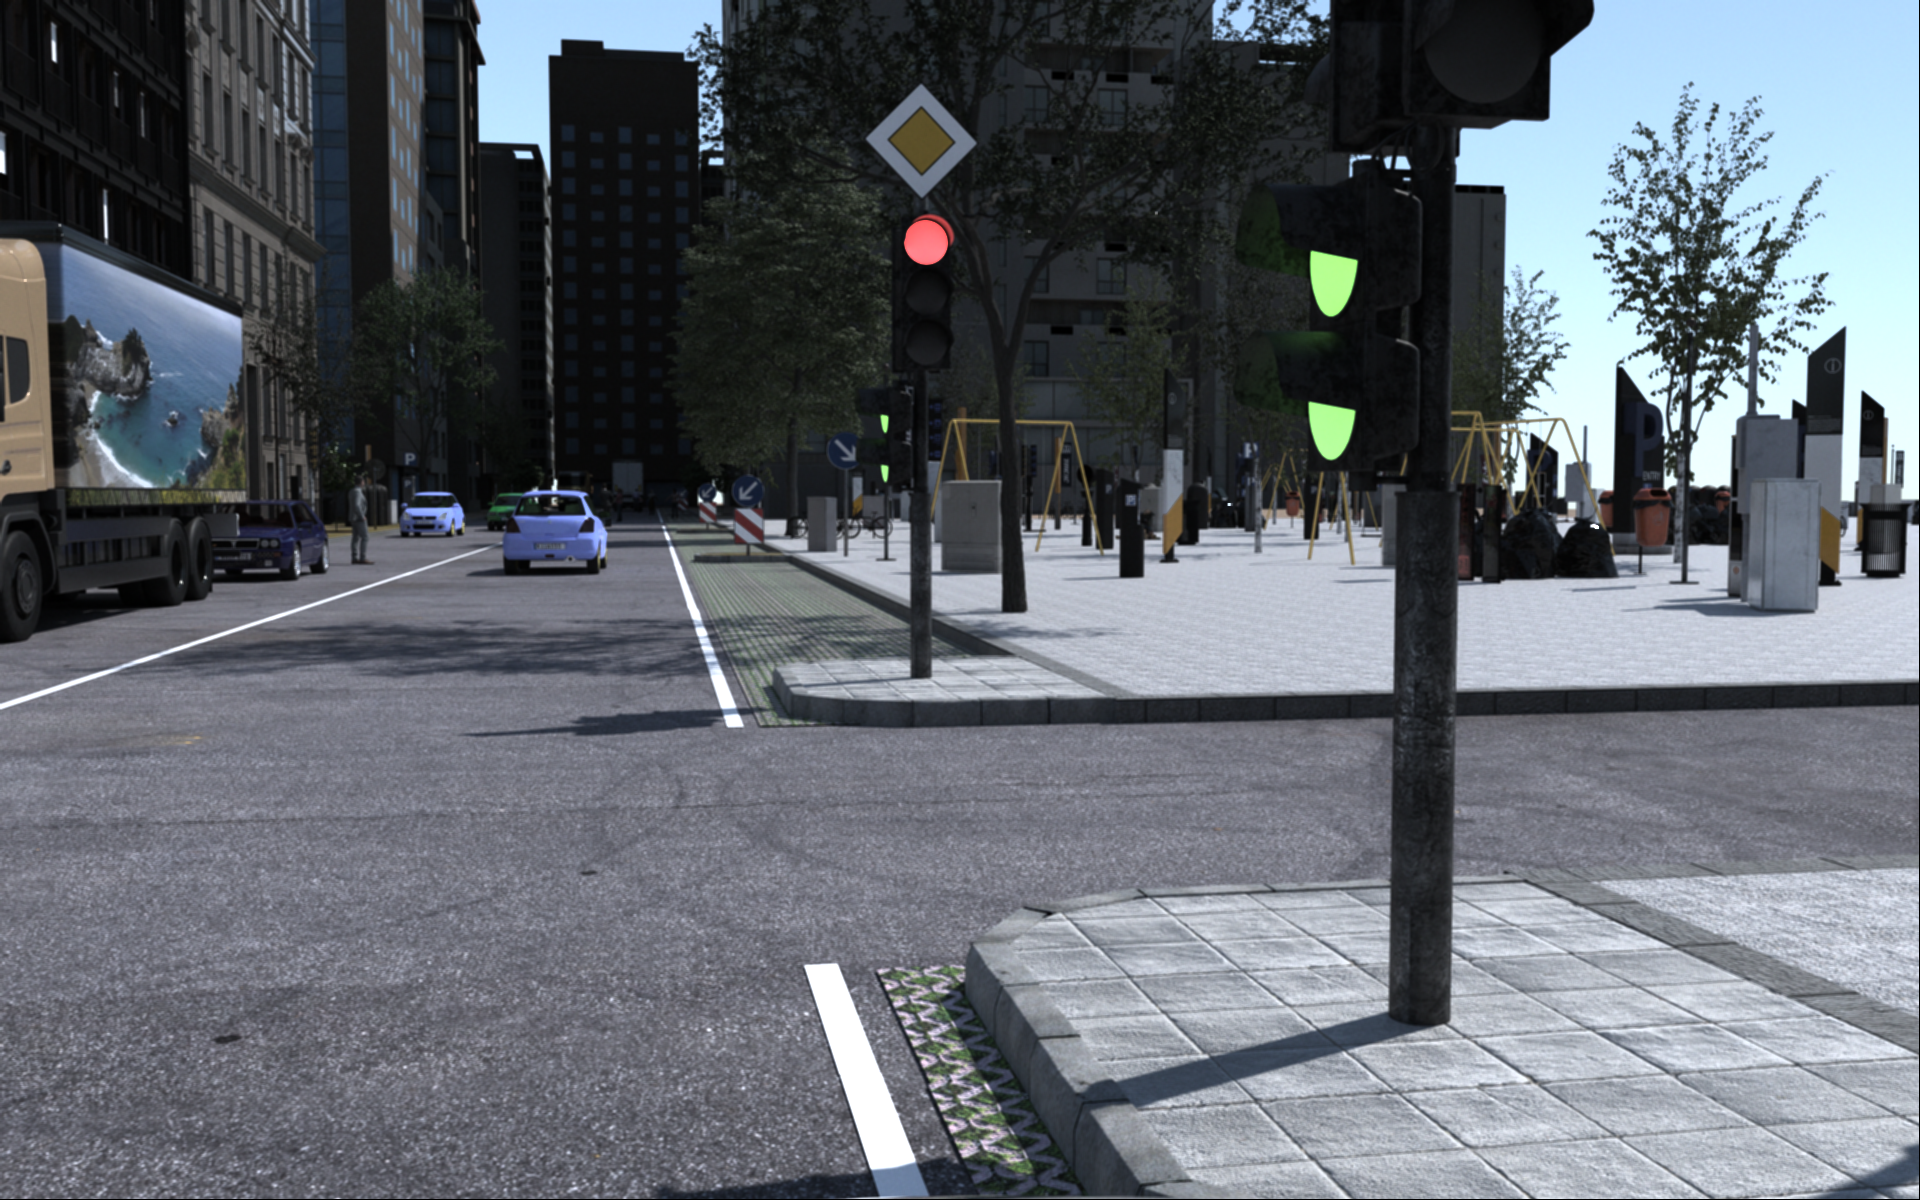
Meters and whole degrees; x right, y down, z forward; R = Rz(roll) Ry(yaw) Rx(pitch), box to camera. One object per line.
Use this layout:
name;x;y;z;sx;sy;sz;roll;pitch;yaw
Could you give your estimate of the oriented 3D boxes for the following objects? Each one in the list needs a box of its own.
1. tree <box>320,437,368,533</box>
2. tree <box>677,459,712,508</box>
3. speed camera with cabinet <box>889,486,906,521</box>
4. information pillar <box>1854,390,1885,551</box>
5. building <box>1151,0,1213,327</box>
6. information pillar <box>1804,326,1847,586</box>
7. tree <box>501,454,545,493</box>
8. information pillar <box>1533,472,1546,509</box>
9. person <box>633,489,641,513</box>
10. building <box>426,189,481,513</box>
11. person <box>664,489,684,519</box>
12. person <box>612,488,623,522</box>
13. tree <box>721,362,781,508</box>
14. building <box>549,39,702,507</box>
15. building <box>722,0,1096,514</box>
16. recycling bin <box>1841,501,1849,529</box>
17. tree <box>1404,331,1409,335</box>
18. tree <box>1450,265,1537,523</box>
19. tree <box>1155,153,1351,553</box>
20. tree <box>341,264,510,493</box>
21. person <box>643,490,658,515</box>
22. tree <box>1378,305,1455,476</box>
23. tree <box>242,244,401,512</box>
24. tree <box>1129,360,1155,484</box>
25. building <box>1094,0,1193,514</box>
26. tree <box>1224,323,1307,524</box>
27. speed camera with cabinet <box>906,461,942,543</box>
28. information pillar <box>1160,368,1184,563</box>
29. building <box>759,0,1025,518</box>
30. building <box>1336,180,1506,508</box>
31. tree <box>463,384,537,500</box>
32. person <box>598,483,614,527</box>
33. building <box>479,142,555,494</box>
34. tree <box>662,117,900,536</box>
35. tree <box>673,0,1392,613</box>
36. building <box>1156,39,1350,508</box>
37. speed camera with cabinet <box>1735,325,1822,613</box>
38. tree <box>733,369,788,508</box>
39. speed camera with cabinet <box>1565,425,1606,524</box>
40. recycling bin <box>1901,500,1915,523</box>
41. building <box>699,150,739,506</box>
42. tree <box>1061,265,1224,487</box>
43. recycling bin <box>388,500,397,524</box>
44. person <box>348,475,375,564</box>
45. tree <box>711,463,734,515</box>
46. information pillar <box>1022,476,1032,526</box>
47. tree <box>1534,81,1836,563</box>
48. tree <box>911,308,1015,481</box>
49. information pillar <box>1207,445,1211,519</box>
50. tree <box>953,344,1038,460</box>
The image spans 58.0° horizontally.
tree;-20.879;-3.863;57.756;1.663;3.219;1.824;0;3;0
tree;-24.890;-10.932;162.452;4.285;4.588;4.351;0;3;0
speed camera with cabinet;-2.612;-5.359;81.963;0.660;3.252;2.038;-2;4;-33
information pillar;20.536;-2.919;39.086;0.504;3.616;0.183;1;4;11
building;10.285;-39.425;186.604;28.212;58.520;21.231;-1;4;-10
information pillar;12.119;-2.013;24.272;0.504;3.616;0.183;2;4;33
tree;-35.228;-9.477;138.666;4.285;4.588;4.351;0;3;0
information pillar;19.678;-3.325;58.862;0.304;2.012;0.304;-1;4;-12
person;-24.919;-7.670;133.769;0.709;1.838;0.599;1;4;17
building;-46.231;-16.186;109.677;27.650;21.520;28.899;-1;4;-10
person;-16.628;-5.601;100.787;1.217;1.736;0.721;1;4;9
person;-17.728;-4.922;89.696;0.721;1.743;1.217;1;4;13
tree;-10.835;-8.430;88.190;4.360;8.622;3.978;0;3;0
building;-33.658;-32.123;175.327;14.200;45.320;14.600;-1;4;-10
building;-6.096;-34.151;147.601;28.713;52.752;27.495;-1;4;-10
recycling bin;32.001;-3.112;63.441;0.722;1.027;0.722;-2;4;-24
tree;17.770;-6.886;62.944;4.737;8.622;4.395;0;3;0
tree;17.269;-6.396;54.940;4.737;8.622;4.395;0;3;0
tree;6.486;-5.321;37.364;4.360;8.622;3.978;0;3;0
tree;-24.169;-9.308;77.937;9.928;11.665;9.643;0;3;0
person;-21.075;-6.658;118.094;1.217;1.736;0.721;2;4;27
tree;10.505;-5.836;45.780;4.360;8.622;3.978;0;3;0
tree;-19.266;-6.210;51.902;4.360;8.622;3.978;0;3;0
tree;10.220;-8.289;85.885;4.360;8.622;3.978;0;3;0
building;-1.191;-32.499;120.598;28.713;52.752;27.495;-1;4;-10
tree;13.133;-7.509;73.131;4.737;8.622;4.395;0;3;0
speed camera with cabinet;-0.502;-3.170;46.171;0.660;3.252;2.038;-3;4;-37
information pillar;3.979;-2.510;32.386;0.504;3.616;0.183;-3;5;-44
building;-4.443;-25.384;98.621;14.154;41.232;14.086;-1;4;-10
building;41.593;-23.957;163.390;14.107;30.474;14.160;-1;4;-10
tree;-30.257;-9.985;113.625;4.737;8.622;4.395;0;3;0
person;-15.547;-4.164;75.942;0.474;1.900;0.648;3;5;40
building;-54.990;-29.933;181.291;23.993;40.220;32.217;-1;4;-10
tree;-4.714;-8.228;52.658;7.486;12.596;7.792;0;3;0
tree;0.668;-5.166;18.879;8.767;10.594;7.601;1;4;9
building;26.848;-29.186;160.791;14.086;41.232;14.154;-1;4;-10
speed camera with cabinet;9.269;-1.547;19.623;0.660;3.252;2.038;1;4;16
tree;-9.297;-8.061;82.153;4.737;8.622;4.395;0;3;0
speed camera with cabinet;18.245;-3.437;50.525;0.660;3.252;2.038;3;4;37
recycling bin;42.598;-3.984;77.699;0.722;1.027;0.722;3;4;37
building;-16.517;-30.353;188.151;23.993;40.220;32.217;-1;4;-10
tree;5.446;-6.366;54.440;4.737;8.622;4.395;0;3;0
recycling bin;-24.307;-3.719;73.353;0.722;1.027;0.722;0;4;2
person;-12.294;-1.639;35.398;0.391;1.810;0.635;-3;5;-43
tree;-14.599;-6.899;107.401;1.663;3.219;1.824;0;3;0
information pillar;2.719;-4.048;70.669;0.304;2.012;0.304;3;4;38
tree;13.583;-4.989;31.939;4.737;8.622;4.395;0;3;0
tree;0.003;-7.112;66.646;4.360;8.622;3.978;0;3;0
information pillar;11.958;-5.618;83.205;0.183;3.616;0.504;0;4;-6
tree;1.819;-8.125;83.198;4.737;8.622;4.395;0;3;0
